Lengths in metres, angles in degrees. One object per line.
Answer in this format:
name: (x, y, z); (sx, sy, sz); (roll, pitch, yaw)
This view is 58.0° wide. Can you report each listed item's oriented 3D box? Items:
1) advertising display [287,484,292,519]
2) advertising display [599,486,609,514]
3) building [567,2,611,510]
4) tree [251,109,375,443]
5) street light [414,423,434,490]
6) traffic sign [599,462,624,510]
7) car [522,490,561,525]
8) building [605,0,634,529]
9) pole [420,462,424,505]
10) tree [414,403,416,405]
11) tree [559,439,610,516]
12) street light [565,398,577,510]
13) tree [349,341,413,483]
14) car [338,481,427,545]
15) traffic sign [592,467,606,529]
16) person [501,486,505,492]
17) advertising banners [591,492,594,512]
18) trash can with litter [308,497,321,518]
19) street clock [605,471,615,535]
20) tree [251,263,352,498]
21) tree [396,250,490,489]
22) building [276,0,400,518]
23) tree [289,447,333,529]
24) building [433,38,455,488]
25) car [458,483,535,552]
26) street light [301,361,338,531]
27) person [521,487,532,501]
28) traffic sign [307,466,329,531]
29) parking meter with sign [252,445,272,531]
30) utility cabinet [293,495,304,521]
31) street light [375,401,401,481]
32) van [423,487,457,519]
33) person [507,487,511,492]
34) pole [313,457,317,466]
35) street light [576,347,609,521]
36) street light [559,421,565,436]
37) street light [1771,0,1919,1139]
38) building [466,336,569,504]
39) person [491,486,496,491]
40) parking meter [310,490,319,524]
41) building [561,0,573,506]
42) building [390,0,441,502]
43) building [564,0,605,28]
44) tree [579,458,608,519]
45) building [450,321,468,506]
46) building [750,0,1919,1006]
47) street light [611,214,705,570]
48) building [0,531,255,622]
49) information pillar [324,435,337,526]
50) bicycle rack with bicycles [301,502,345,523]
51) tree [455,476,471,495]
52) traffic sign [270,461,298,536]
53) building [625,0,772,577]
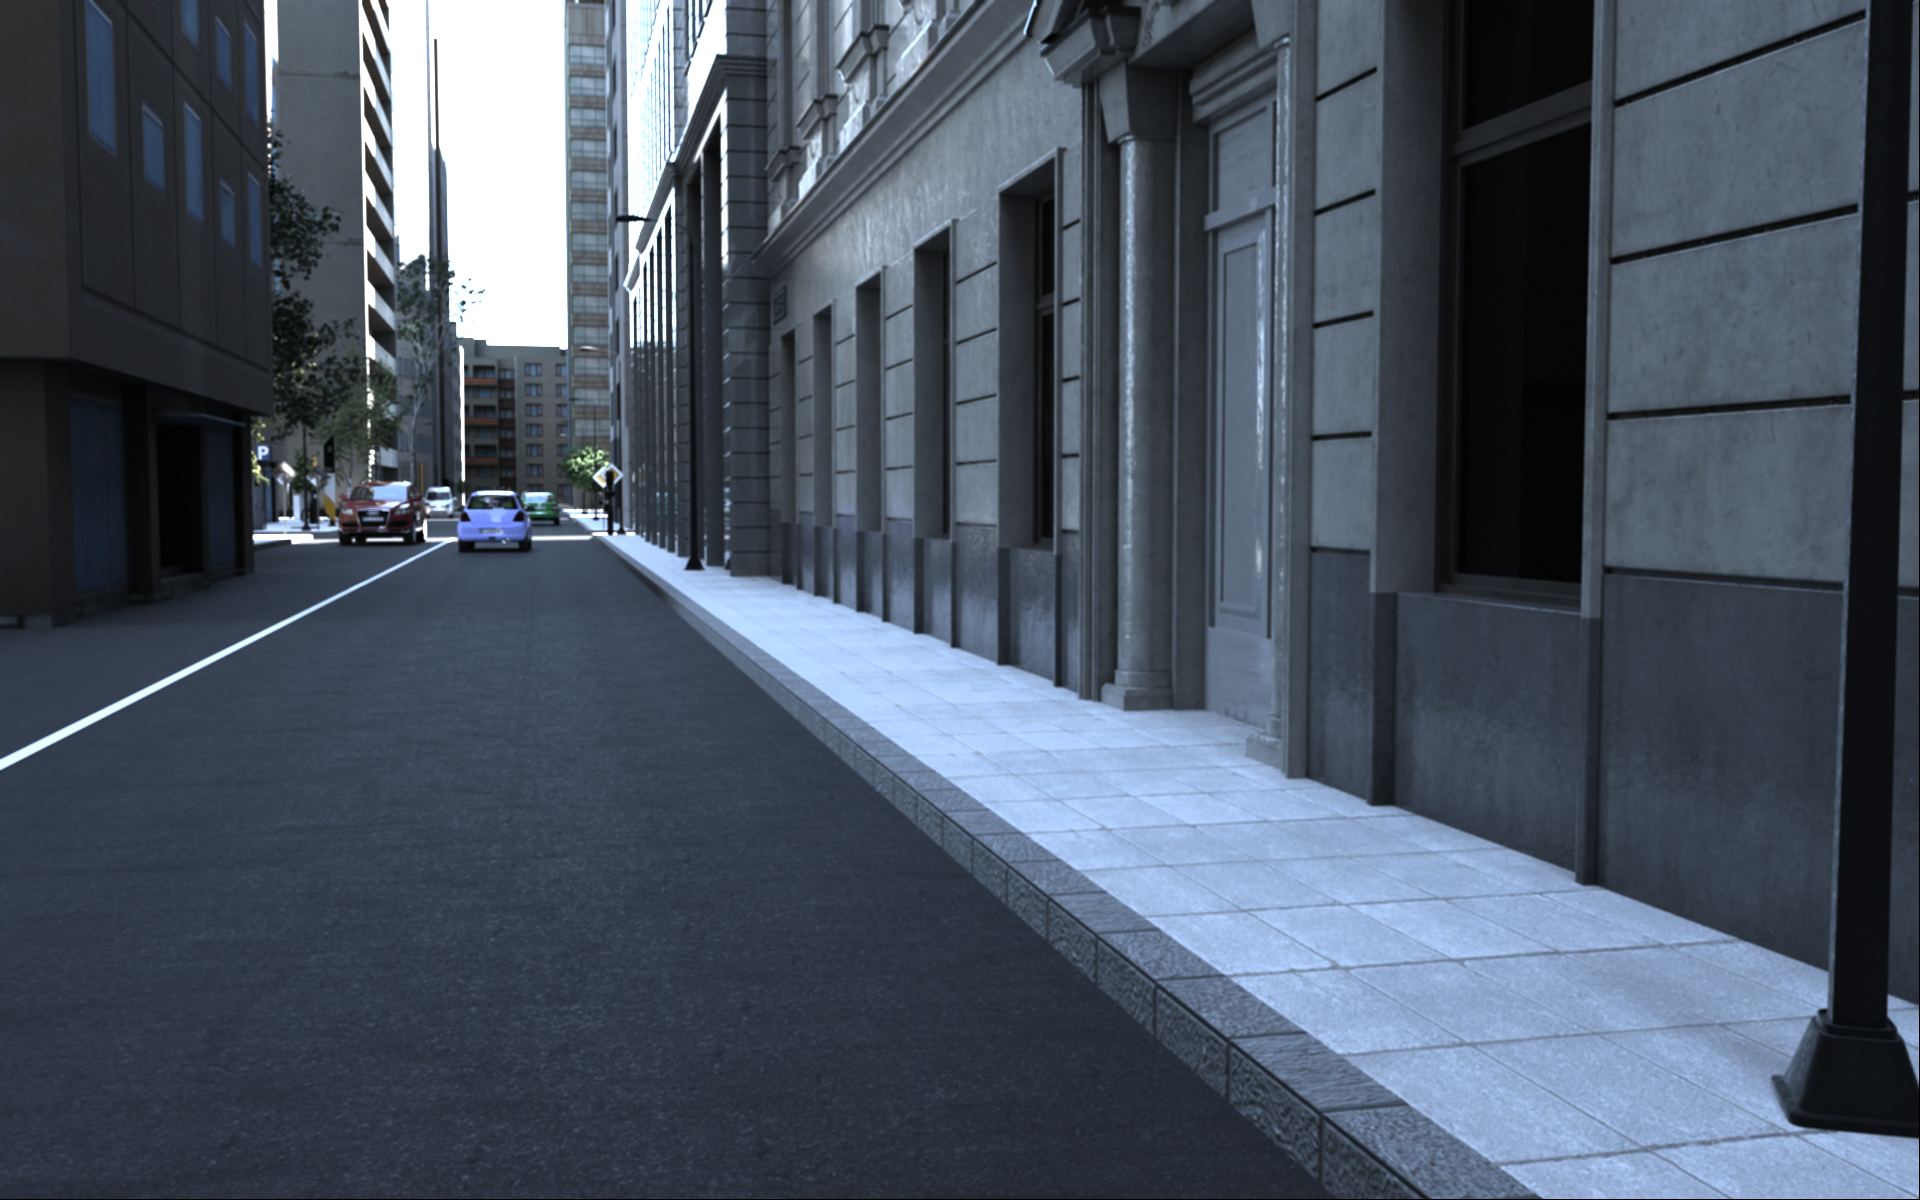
advertising display: (-34.940, -5.203, 90.285); (0.123, 1.923, 0.974); (-2, 4, -28)
advertising display: (-22.274, -6.343, 108.915); (0.974, 1.923, 0.123); (-1, 4, -15)
building: (-26.575, -28.516, 149.825); (14.154, 41.232, 14.086); (-1, 4, -14)
tree: (-18.348, -7.453, 38.863); (9.611, 12.733, 9.660); (0, 3, 0)
street light: (-34.822, -8.562, 112.524); (1.470, 5.913, 1.316); (-1, 4, -14)
traffic sign: (-11.070, -3.147, 55.094); (0.795, 2.450, 0.064); (-1, 4, -14)
car: (-19.562, -4.394, 80.640); (1.959, 1.807, 4.718); (-1, 4, -13)
building: (-4.383, -38.827, 73.069); (20.611, 71.187, 20.563); (-1, 4, -14)
pole: (-34.747, -7.215, 111.814); (0.158, 3.312, 0.155); (0, 3, 0)
tree: (-30.693, -8.571, 90.493); (4.737, 8.622, 4.395); (0, 3, 0)
tree: (-22.442, -7.372, 104.242); (4.285, 4.588, 4.351); (0, 3, 0)
street light: (-18.214, -6.808, 83.845); (1.470, 5.913, 1.316); (-1, 4, -14)
tree: (-29.345, -8.076, 82.400); (4.737, 8.622, 4.395); (0, 3, 0)
car: (-16.714, -2.544, 50.274); (2.281, 1.827, 5.304); (-1, 4, -12)
traffic sign: (-12.942, -3.622, 62.857); (0.795, 2.450, 0.064); (-1, 4, -14)
person: (-20.424, -4.198, 77.551); (0.576, 1.772, 0.534); (-2, 4, -28)
advertising banners: (-25.870, -7.676, 121.683); (0.090, 3.025, 2.074); (-1, 4, -16)
trash can with litter: (-34.752, -4.971, 92.670); (1.055, 1.170, 0.624); (1, 4, 18)
street clock: (-10.911, -3.023, 54.002); (0.358, 2.002, 0.471); (-1, 4, -10)
tree: (-20.415, -6.052, 49.319); (4.737, 8.622, 4.395); (0, 3, 0)
tree: (-40.440, -16.400, 124.027); (12.611, 20.169, 13.585); (0, 3, 0)
building: (-45.382, -29.246, 101.879); (21.300, 48.544, 21.600); (-1, 4, -14)
tree: (-24.500, -4.284, 64.651); (1.663, 3.219, 1.824); (0, 3, 0)
building: (-56.550, -31.574, 166.350); (14.600, 45.320, 14.200); (-1, 4, -14)
car: (-11.883, -2.126, 44.356); (1.945, 1.707, 3.694); (-1, 4, -12)
street light: (-22.304, -5.376, 60.445); (1.470, 5.913, 1.316); (-1, 4, -14)
person: (-23.860, -5.331, 95.512); (0.661, 1.843, 0.795); (-2, 4, -26)
traffic sign: (-22.469, -3.483, 60.589); (0.795, 2.450, 0.064); (-1, 4, -14)
parking meter with sign: (-24.975, -3.966, 61.100); (0.543, 3.016, 1.738); (0, 4, 8)
utility cabinet: (-32.154, -4.476, 84.337); (0.306, 1.237, 1.020); (-3, 4, -38)
street light: (-28.676, -6.983, 86.716); (1.470, 5.913, 1.316); (-1, 4, -14)
van: (-30.544, -5.781, 101.523); (2.013, 2.044, 4.112); (-1, 4, -15)
person: (-26.926, -5.814, 103.336); (0.755, 1.850, 0.659); (0, 4, -3)
pole: (-35.056, -6.137, 94.189); (0.158, 3.312, 0.155); (0, 3, 0)
street light: (-11.324, -5.042, 54.985); (1.470, 5.913, 1.316); (-1, 4, -14)
street light: (-24.395, -8.384, 109.620); (1.470, 5.913, 1.316); (-1, 4, -14)
street light: (1.333, -1.882, 3.306); (1.470, 5.913, 1.316); (-1, 4, -14)
building: (-63.865, -23.403, 227.672); (28.899, 21.520, 27.650); (-1, 4, -14)
person: (-22.284, -4.545, 82.827); (0.388, 1.821, 0.555); (3, 4, 38)
parking meter: (-27.874, -4.059, 74.779); (0.372, 1.533, 0.369); (0, 3, 0)
building: (-34.324, -40.103, 197.677); (21.231, 58.520, 28.212); (-1, 4, -14)
building: (-55.354, -36.819, 143.981); (21.231, 58.520, 28.212); (-1, 4, -14)
building: (-23.998, -35.608, 171.436); (28.713, 52.752, 27.495); (-1, 4, -14)
tree: (-18.941, -5.895, 90.986); (1.663, 3.219, 1.824); (0, 3, 0)
building: (-70.301, -21.155, 190.926); (28.899, 21.520, 27.650); (-1, 4, -14)
building: (9.813, -14.062, 6.330); (17.030, 29.872, 44.131); (-1, 4, -14)
street light: (-5.027, -3.455, 29.038); (1.470, 5.913, 1.316); (-1, 4, -14)
building: (-17.625, -22.749, 22.062); (14.600, 45.320, 14.200); (-1, 4, -14)
information pillar: (-25.084, -4.746, 68.952); (0.504, 3.616, 0.183); (2, 4, 25)
bicycle rack with bicycles: (-28.578, -3.990, 78.624); (2.925, 0.926, 2.852); (-2, 4, -30)
tree: (-51.648, -11.339, 179.986); (1.663, 3.219, 1.824); (0, 3, 0)
traffic sign: (-20.597, -3.008, 52.826); (0.795, 2.450, 0.064); (-1, 4, -14)
building: (-1.777, -16.147, 41.503); (11.434, 29.767, 29.804); (-1, 4, -14)
